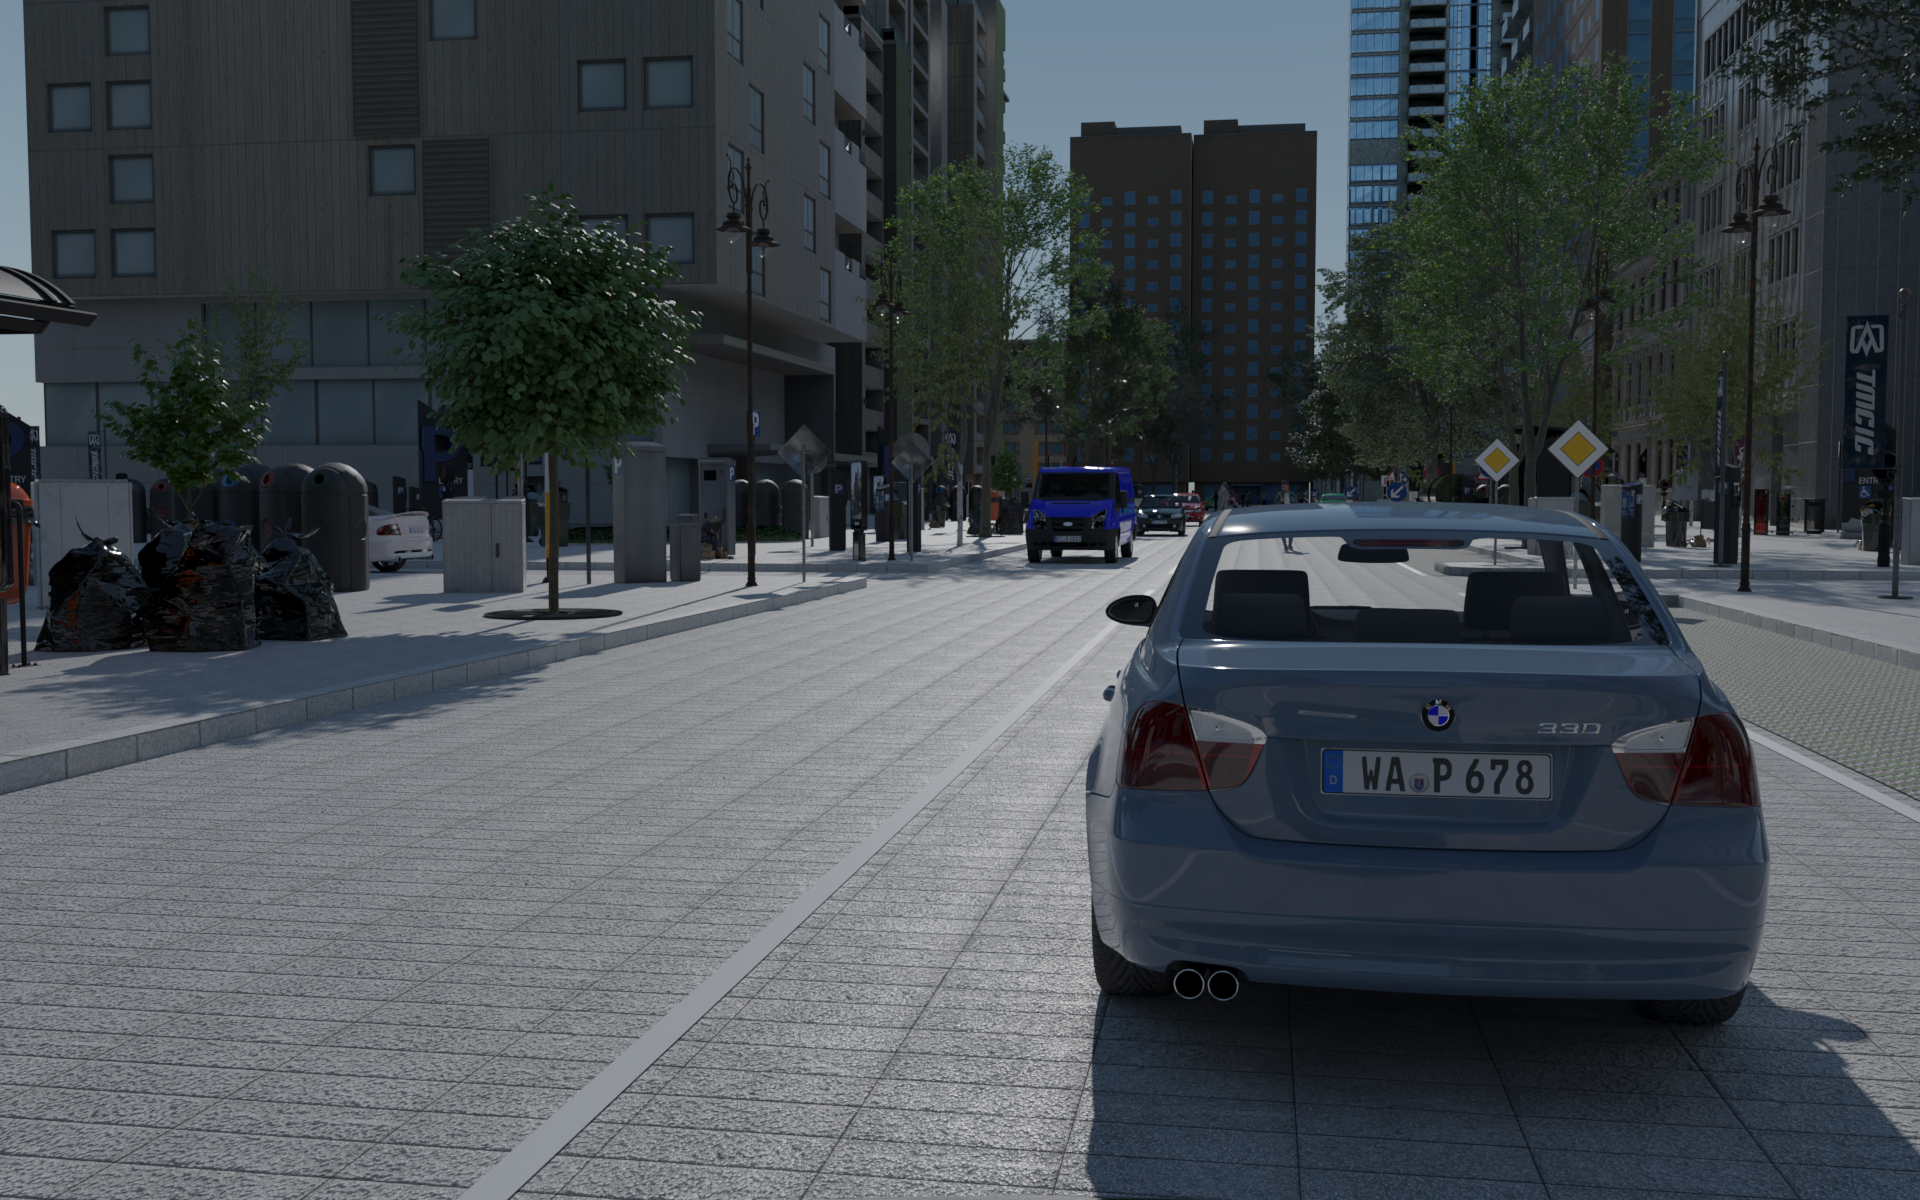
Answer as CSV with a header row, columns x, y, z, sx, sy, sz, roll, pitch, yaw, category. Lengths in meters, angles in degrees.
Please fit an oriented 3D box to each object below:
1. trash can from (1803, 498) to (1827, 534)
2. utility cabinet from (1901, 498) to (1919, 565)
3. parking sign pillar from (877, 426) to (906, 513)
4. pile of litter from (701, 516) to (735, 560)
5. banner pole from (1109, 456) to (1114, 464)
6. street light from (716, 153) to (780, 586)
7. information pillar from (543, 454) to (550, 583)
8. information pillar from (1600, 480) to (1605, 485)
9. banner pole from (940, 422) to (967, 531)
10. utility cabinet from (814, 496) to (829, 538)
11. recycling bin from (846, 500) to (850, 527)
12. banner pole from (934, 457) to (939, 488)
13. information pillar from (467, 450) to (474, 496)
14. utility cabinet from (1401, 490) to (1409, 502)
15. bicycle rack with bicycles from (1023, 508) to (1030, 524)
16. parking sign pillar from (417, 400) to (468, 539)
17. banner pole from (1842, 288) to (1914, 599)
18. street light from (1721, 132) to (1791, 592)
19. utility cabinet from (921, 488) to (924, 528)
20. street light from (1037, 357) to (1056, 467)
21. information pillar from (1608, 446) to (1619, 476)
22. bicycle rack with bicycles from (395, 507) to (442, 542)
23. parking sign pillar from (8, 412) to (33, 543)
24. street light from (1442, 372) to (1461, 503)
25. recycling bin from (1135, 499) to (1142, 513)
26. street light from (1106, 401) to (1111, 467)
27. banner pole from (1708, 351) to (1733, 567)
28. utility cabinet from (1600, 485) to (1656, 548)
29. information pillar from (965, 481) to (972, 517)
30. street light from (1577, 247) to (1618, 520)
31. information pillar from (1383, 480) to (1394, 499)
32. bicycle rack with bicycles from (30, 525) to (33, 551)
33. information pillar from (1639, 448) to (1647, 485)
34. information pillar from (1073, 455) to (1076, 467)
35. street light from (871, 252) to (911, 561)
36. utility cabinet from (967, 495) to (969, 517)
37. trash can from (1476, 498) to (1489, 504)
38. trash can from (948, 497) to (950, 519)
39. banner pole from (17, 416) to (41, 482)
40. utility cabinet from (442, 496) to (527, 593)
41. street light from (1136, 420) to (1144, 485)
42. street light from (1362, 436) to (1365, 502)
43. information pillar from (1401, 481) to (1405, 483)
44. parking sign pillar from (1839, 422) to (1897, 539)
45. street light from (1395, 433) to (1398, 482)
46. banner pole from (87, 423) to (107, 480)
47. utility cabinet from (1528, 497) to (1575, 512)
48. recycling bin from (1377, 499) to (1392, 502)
x,y,z,sx,sy,sz,roll,pitch,yaw,category
27.515,-2.698,55.762,0.748,1.137,0.748,0,3,0,trash can
17.604,-1.233,31.317,1.020,1.237,0.306,0,4,-1,utility cabinet
-2.625,-4.930,69.072,1.447,3.967,1.447,-2,4,-30,parking sign pillar
-5.135,-1.256,34.501,1.176,0.858,1.719,-2,4,-24,pile of litter
9.100,-6.982,104.170,0.401,3.779,0.863,-1,4,-17,banner pole
-2.905,-3.130,23.964,0.468,5.910,1.993,1,4,10,street light
-5.954,-2.058,25.003,0.183,3.616,0.504,-1,4,-15,information pillar
33.092,-5.175,89.098,0.304,2.012,0.304,0,4,-1,information pillar
-0.171,-4.278,59.957,0.863,3.779,0.401,-1,4,-18,banner pole
-4.132,-2.465,51.459,0.306,1.237,1.020,1,4,15,utility cabinet
-4.419,-3.436,68.733,0.722,1.027,0.722,0,4,7,recycling bin
-1.283,-6.835,101.766,0.401,3.779,0.863,-3,5,-41,banner pole
-16.764,-4.128,58.847,0.504,3.616,0.183,0,4,4,information pillar
22.951,-4.950,89.618,0.318,1.500,1.173,2,4,30,utility cabinet
3.151,-3.673,73.434,2.852,0.926,2.925,-2,4,-28,bicycle rack with bicycles
-14.818,-3.742,49.660,1.447,3.967,1.447,-2,4,-29,parking sign pillar
11.278,-1.911,21.262,0.863,3.779,0.401,2,4,28,banner pole
10.325,-3.048,22.616,0.468,5.910,1.993,1,4,10,street light
-1.803,-3.392,64.135,0.318,1.500,1.173,-3,4,-37,utility cabinet
2.840,-5.154,57.054,0.468,5.910,1.993,1,4,10,street light
31.698,-5.672,84.091,0.504,3.616,0.183,3,4,37,information pillar
-15.153,-2.015,46.325,2.852,0.926,2.925,3,5,40,bicycle rack with bicycles
-25.132,-3.489,45.514,1.447,3.967,1.447,-2,4,-29,parking sign pillar
15.994,-5.116,56.435,0.468,5.910,1.993,1,4,10,street light
10.008,-5.197,97.525,0.722,1.027,0.722,0,4,8,recycling bin
6.903,-6.631,81.201,0.468,5.910,1.993,1,4,10,street light
13.439,-2.483,30.609,0.401,3.779,0.863,1,4,12,banner pole
15.690,-1.958,40.693,1.173,1.500,0.318,0,4,0,utility cabinet
0.482,-5.702,97.719,0.304,2.012,0.304,-3,5,-42,information pillar
11.972,-3.662,32.665,0.468,5.910,1.993,1,4,10,street light
22.408,-5.245,90.241,0.304,2.012,0.304,-1,4,-22,information pillar
-21.046,-1.560,38.888,2.852,0.926,2.925,0,4,-4,bicycle rack with bicycles
34.969,-5.953,88.682,0.183,3.616,0.504,-1,4,-18,information pillar
6.856,-6.864,103.585,0.183,3.616,0.504,1,4,19,information pillar
-1.319,-3.702,33.308,0.468,5.910,1.993,1,4,10,street light
0.042,-5.125,94.955,0.306,1.237,1.020,3,4,39,utility cabinet
19.292,-3.210,64.139,0.748,1.137,0.748,0,3,0,trash can
-0.321,-4.742,89.185,0.748,1.137,0.748,0,3,0,trash can
-30.052,-4.027,55.861,0.863,3.779,0.401,0,4,-5,banner pole
-6.204,-0.699,22.598,1.020,1.237,0.306,0,4,-4,utility cabinet
10.982,-8.098,105.184,0.468,5.910,1.993,1,4,10,street light
24.269,-8.035,104.158,0.468,5.910,1.993,1,4,10,street light
24.539,-5.626,96.471,0.304,2.012,0.304,3,5,44,information pillar
26.020,-3.736,49.562,1.447,3.967,1.447,-2,4,-34,parking sign pillar
20.214,-6.572,80.240,0.468,5.910,1.993,1,4,10,street light
-30.187,-4.328,60.775,0.863,3.779,0.401,0,4,5,banner pole
12.519,-1.563,36.715,1.020,1.237,0.306,-1,4,-23,utility cabinet
20.690,-4.370,84.000,0.722,1.027,0.722,2,4,33,recycling bin
